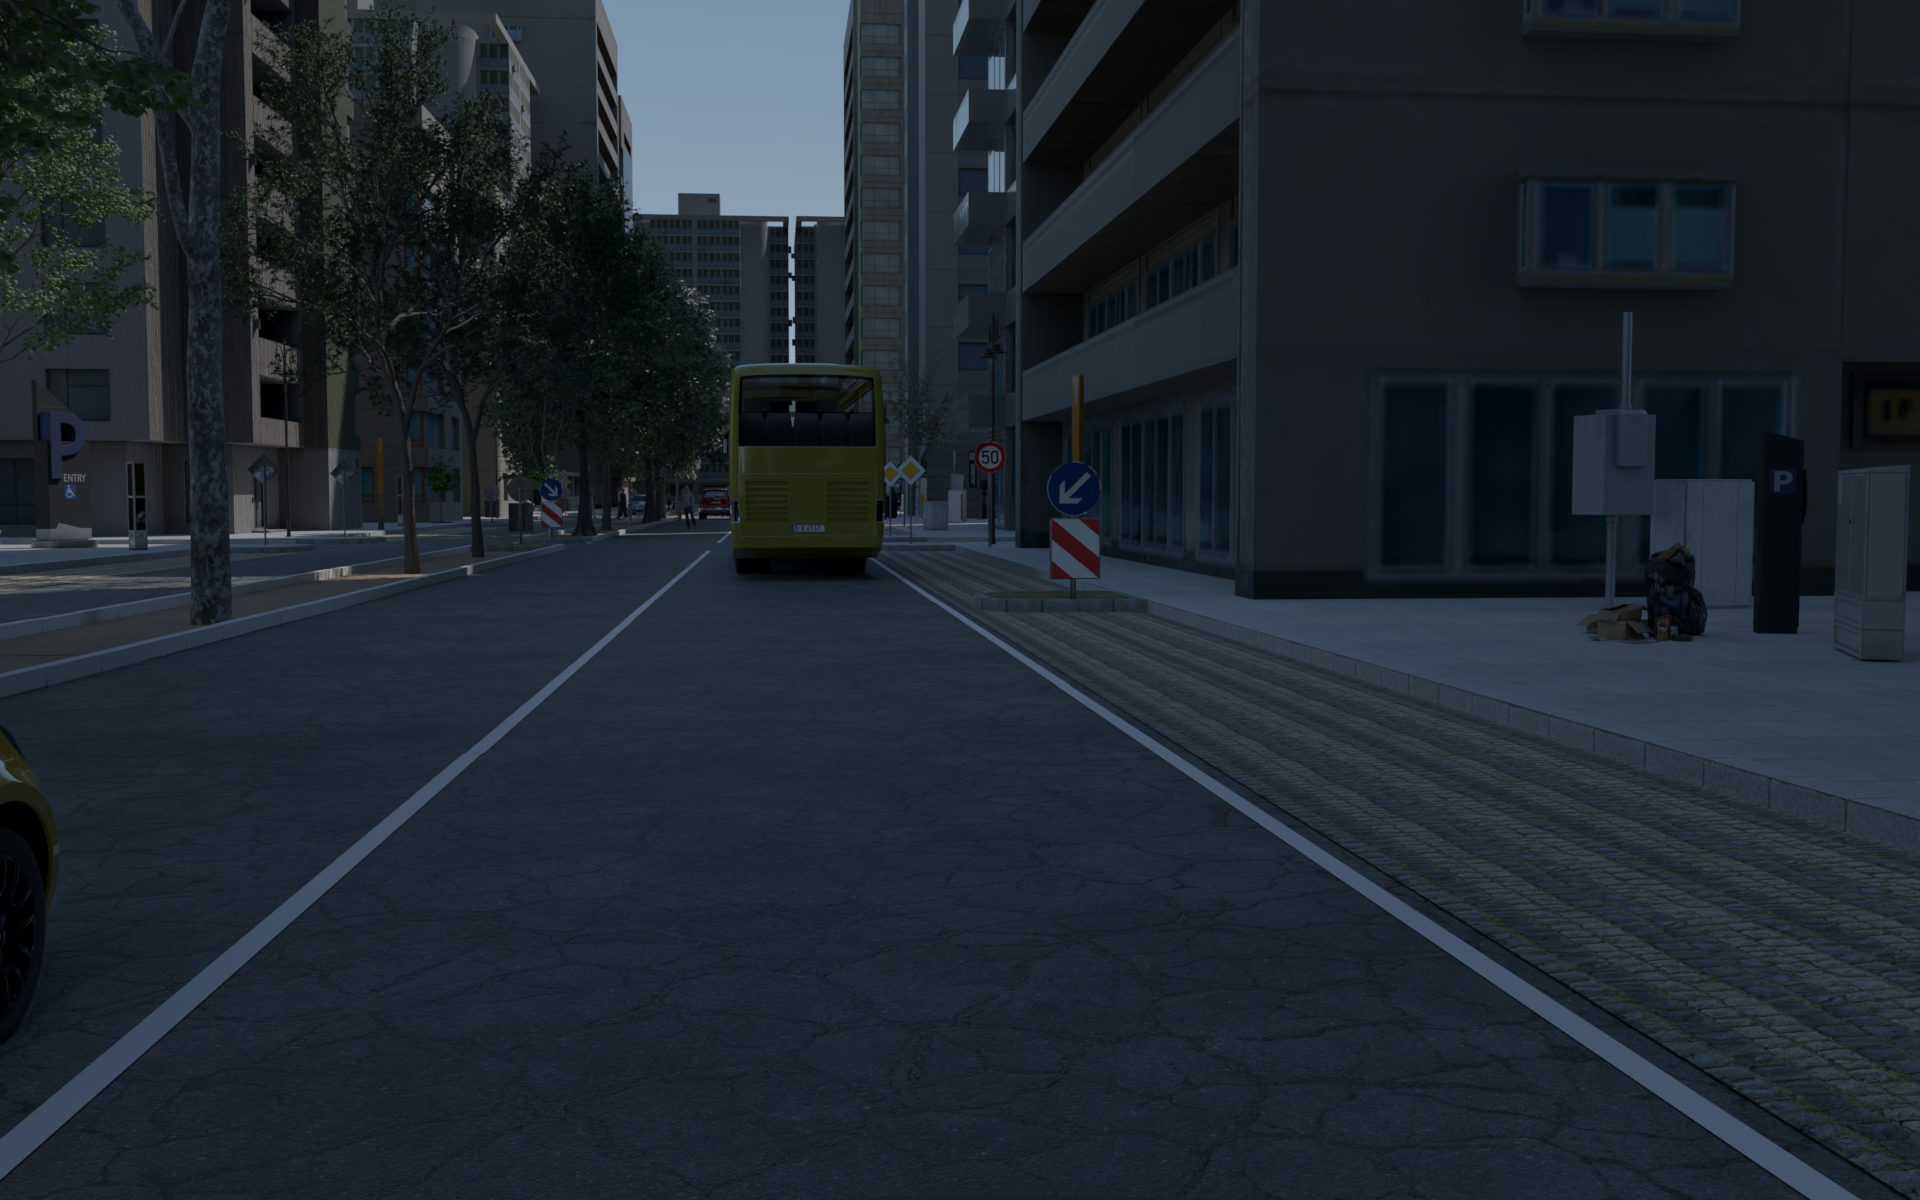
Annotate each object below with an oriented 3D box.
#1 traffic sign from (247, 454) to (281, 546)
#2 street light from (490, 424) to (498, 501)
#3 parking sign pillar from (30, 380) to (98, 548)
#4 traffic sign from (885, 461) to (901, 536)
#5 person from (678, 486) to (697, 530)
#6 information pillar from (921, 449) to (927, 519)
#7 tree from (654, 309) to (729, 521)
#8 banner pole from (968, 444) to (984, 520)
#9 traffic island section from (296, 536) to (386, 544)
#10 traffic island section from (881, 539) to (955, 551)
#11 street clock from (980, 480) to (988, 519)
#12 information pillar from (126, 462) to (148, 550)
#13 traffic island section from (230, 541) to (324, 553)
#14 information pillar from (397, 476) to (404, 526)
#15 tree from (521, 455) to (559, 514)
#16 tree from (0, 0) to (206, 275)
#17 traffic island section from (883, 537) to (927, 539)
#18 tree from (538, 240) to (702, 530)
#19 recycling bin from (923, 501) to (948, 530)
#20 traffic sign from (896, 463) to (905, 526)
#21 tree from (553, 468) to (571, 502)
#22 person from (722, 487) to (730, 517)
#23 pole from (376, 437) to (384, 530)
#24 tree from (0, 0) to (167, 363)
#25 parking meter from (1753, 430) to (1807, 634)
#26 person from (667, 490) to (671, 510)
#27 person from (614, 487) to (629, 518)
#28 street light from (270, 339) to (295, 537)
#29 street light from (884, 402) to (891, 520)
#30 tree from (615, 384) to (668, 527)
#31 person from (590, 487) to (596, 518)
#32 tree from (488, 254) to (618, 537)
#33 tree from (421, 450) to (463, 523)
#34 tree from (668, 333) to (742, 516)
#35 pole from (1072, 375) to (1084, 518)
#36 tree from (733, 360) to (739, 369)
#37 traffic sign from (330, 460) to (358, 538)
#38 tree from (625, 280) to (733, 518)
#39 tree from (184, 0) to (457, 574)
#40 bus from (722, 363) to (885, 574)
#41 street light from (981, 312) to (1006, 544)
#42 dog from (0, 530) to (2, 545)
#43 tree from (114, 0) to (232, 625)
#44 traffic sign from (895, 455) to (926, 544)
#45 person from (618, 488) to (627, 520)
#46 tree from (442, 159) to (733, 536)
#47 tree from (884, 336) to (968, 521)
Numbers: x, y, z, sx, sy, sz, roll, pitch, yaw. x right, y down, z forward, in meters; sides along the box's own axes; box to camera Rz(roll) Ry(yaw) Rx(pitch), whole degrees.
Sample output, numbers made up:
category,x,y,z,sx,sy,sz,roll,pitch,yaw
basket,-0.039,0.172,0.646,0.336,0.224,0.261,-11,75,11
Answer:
category,x,y,z,sx,sy,sz,roll,pitch,yaw
traffic sign,-17.225,-2.401,42.900,0.795,2.450,0.064,0,4,-6
street light,-24.493,-7.262,91.515,0.468,5.910,1.993,0,4,-6
parking sign pillar,-21.516,-3.244,41.504,1.447,3.967,1.447,1,4,16
traffic sign,-2.117,-2.989,52.517,0.795,2.450,0.064,0,4,-6
person,-11.050,-3.728,69.946,0.782,1.767,0.515,1,4,19
information pillar,-1.863,-5.996,89.387,0.183,3.616,0.504,2,4,30
tree,-16.139,-10.051,92.544,9.928,11.665,9.643,0,3,0
banner pole,0.789,-5.943,87.180,0.863,3.779,0.401,2,4,32
traffic island section,-18.095,-1.750,50.899,2.009,0.180,2.903,0,4,-6
traffic island section,-1.246,-1.369,44.656,2.009,0.180,2.903,0,4,-6
street clock,1.237,-5.129,88.433,0.471,2.002,0.358,-2,4,-24
information pillar,-18.794,-2.145,39.559,0.304,2.012,0.304,3,4,37
traffic island section,-17.247,-1.265,42.959,2.009,0.180,2.903,0,4,-6
information pillar,-22.285,-3.960,69.232,0.304,2.012,0.304,2,4,26
tree,-27.675,-7.867,112.342,4.285,4.588,4.351,0,3,0
tree,-7.852,-5.429,9.346,7.486,12.596,7.792,0,3,0
traffic island section,-2.094,-1.854,52.597,2.009,0.180,2.903,0,4,-6
tree,-14.127,-9.048,68.512,7.486,12.596,7.792,0,3,0
recycling bin,-0.873,-3.007,61.719,0.722,1.027,0.722,-1,4,-22
traffic sign,-2.239,-4.256,69.690,0.768,2.556,0.104,0,4,1
tree,-28.407,-7.776,121.734,1.663,3.219,1.824,0,3,0
person,-14.504,-6.106,107.701,0.648,1.900,0.474,0,4,-1
pole,-20.797,-4.177,62.131,0.158,3.312,0.155,0,3,0
tree,-19.176,-6.546,32.779,9.928,11.665,9.643,0,3,0
parking meter,7.556,-0.626,15.950,0.399,1.863,0.255,1,4,16
person,-25.663,-8.833,152.929,0.705,1.823,1.348,-1,4,-11
person,-20.001,-5.732,102.315,0.850,1.850,0.679,0,4,7
street light,-20.111,-4.827,51.717,0.468,5.910,1.993,0,4,-6
street light,-3.736,-6.962,86.617,0.468,5.910,1.993,0,4,-6
tree,-14.370,-7.496,75.374,4.737,8.622,4.395,0,3,0
person,-21.788,-5.732,102.093,0.818,1.842,0.514,0,4,2
tree,-12.364,-6.074,52.131,4.360,8.622,3.978,0,3,0
tree,-22.980,-5.022,76.703,1.663,3.219,1.824,0,3,0
tree,-18.645,-12.303,113.986,12.009,13.543,11.850,0,3,0
pole,2.022,-2.197,29.760,0.158,3.312,0.155,0,3,0
tree,-14.883,-9.986,82.739,9.611,12.733,9.660,0,3,0
traffic sign,-18.073,-2.887,50.840,0.795,2.450,0.064,0,4,-6
tree,-17.766,-11.818,102.330,9.857,13.997,8.962,0,3,0
tree,-9.799,-5.756,30.981,8.767,10.594,7.601,0,4,-6
bus,-3.266,-2.605,34.144,2.896,3.916,12.252,0,4,-7
street light,0.848,-4.365,44.154,0.468,5.910,1.993,0,4,-6
dog,-24.690,-1.524,44.211,0.406,0.507,0.540,-2,4,-29
tree,-9.516,-9.833,19.124,12.611,20.169,13.585,0,3,0
traffic sign,-1.269,-2.504,44.577,0.795,2.450,0.064,0,4,-6
person,-18.838,-5.375,96.799,0.576,1.772,0.534,1,4,17
tree,-12.855,-8.538,59.067,9.611,12.733,9.660,0,3,0
tree,-1.824,-8.029,81.640,4.360,8.622,3.978,0,3,0
